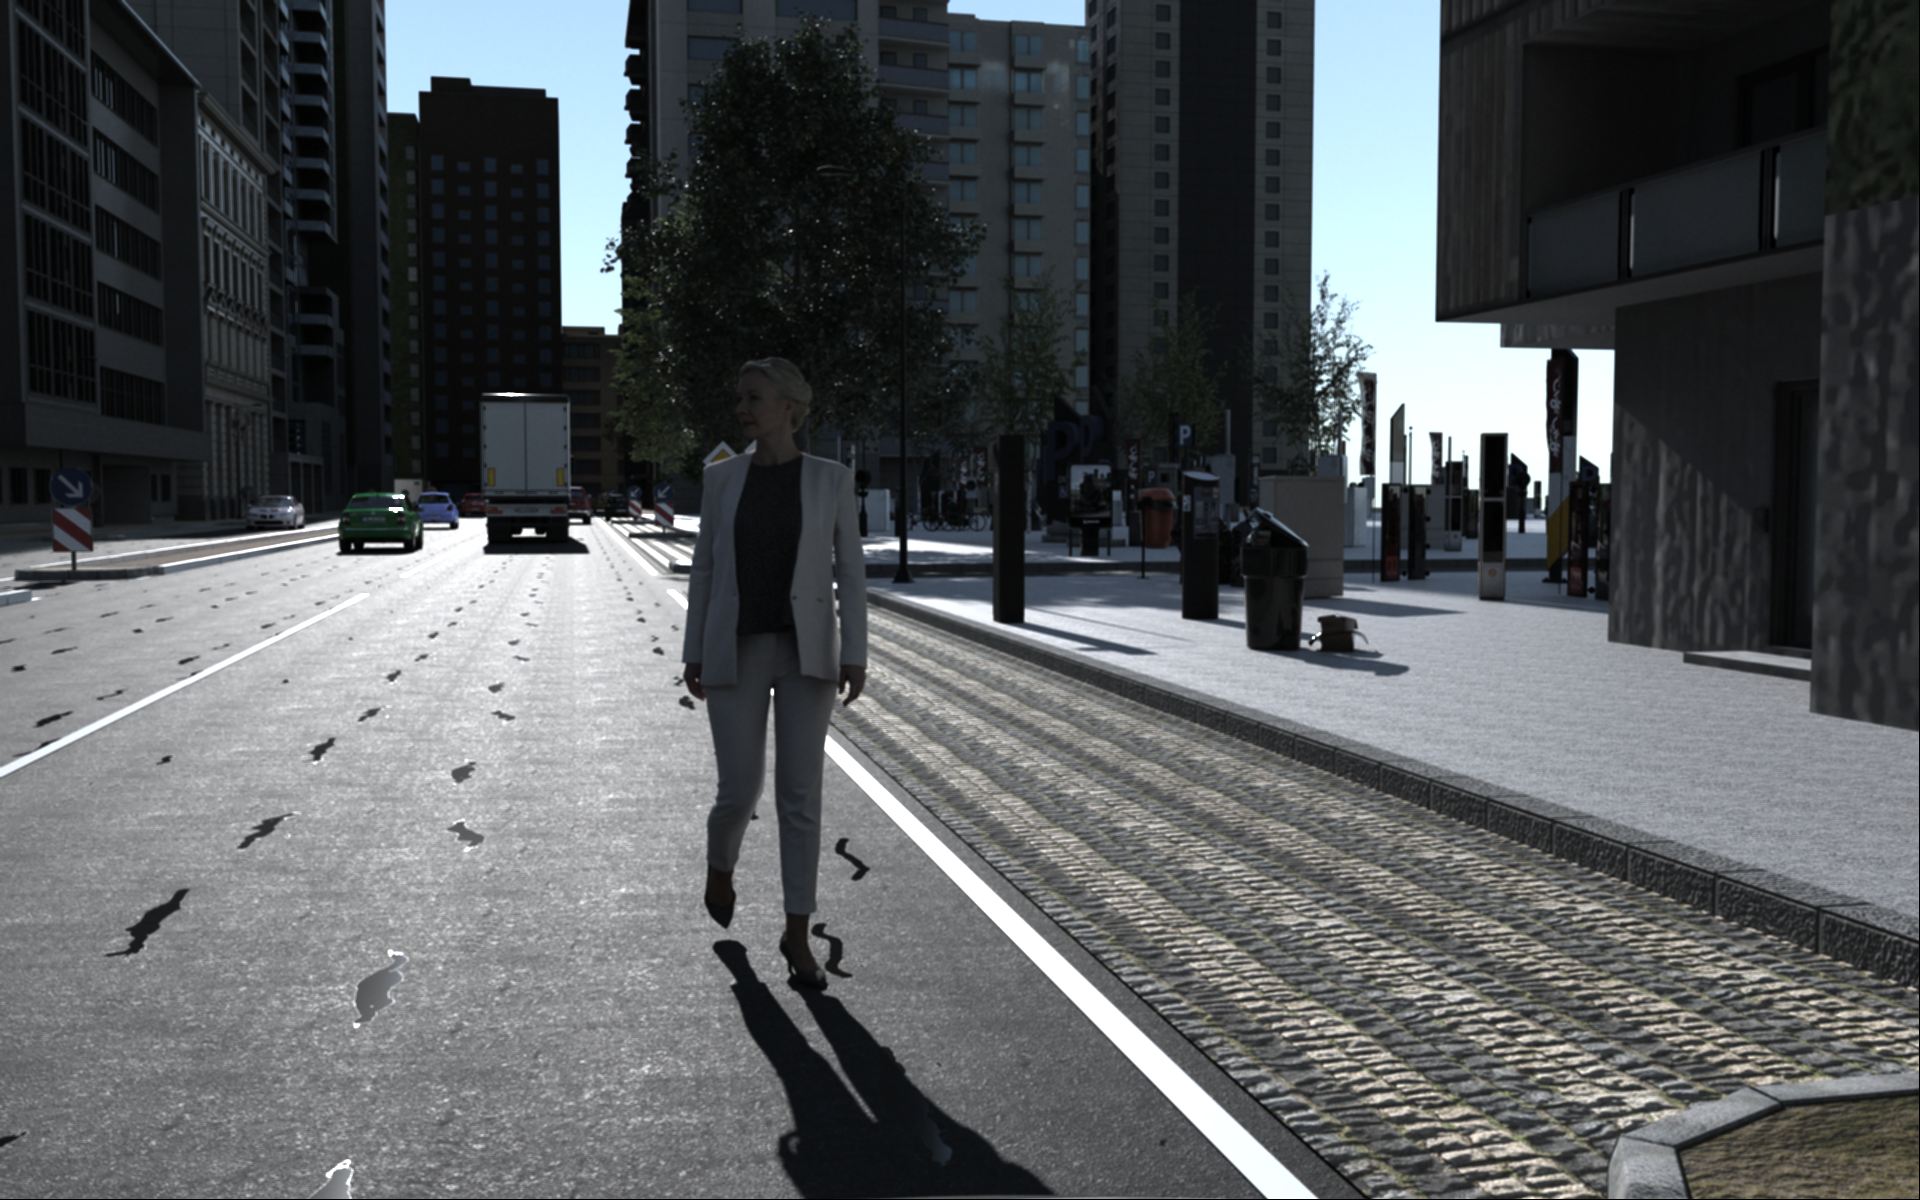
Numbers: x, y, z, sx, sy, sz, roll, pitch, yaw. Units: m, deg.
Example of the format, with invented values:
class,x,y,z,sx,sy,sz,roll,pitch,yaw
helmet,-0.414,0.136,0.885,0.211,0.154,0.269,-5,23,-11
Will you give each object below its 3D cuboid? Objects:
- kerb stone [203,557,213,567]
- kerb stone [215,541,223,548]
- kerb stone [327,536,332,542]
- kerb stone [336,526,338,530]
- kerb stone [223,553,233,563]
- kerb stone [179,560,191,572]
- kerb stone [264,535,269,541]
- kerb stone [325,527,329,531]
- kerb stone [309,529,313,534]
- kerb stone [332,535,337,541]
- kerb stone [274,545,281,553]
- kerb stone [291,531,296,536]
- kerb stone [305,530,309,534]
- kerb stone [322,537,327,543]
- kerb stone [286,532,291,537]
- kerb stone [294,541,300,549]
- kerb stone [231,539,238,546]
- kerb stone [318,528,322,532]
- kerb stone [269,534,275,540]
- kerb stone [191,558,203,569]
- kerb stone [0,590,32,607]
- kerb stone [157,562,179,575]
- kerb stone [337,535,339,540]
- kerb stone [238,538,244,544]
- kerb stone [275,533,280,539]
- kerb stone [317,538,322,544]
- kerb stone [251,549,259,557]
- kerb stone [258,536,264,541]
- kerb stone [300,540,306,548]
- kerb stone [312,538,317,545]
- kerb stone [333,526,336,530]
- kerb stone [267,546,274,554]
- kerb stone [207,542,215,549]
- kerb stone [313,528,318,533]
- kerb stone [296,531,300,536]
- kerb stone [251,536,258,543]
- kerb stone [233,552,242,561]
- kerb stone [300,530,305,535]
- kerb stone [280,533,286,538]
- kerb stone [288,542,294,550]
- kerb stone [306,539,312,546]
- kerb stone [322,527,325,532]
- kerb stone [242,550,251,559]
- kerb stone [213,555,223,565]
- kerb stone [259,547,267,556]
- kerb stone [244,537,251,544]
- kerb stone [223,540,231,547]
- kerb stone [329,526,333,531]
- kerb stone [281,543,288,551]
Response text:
class,x,y,z,sx,sy,sz,roll,pitch,yaw
kerb stone,-15.011,-0.736,34.303,0.120,0.150,1.000,-1,4,-13
kerb stone,-19.750,-1.449,45.890,0.120,0.150,1.000,-1,4,-13
kerb stone,-18.826,-1.776,51.356,0.120,0.150,1.000,-1,4,-13
kerb stone,-24.897,-2.857,68.911,0.120,0.150,1.000,-1,4,-13
kerb stone,-15.451,-0.862,36.300,0.120,0.150,1.000,-1,4,-13
kerb stone,-14.559,-0.618,32.306,0.120,0.150,1.000,-1,4,-13
kerb stone,-21.320,-1.878,52.895,0.120,0.150,1.000,-1,4,-13
kerb stone,-24.237,-2.674,65.913,0.120,0.150,1.000,-1,4,-13
kerb stone,-23.343,-2.422,61.904,0.120,0.150,1.000,-1,4,-13
kerb stone,-19.051,-1.845,52.353,0.120,0.150,1.000,-1,4,-13
kerb stone,-16.805,-1.229,42.325,0.120,0.150,1.000,-1,4,-13
kerb stone,-22.443,-2.184,57.903,0.120,0.150,1.000,-1,4,-13
kerb stone,-23.110,-2.360,60.907,0.120,0.150,1.000,-1,4,-13
kerb stone,-18.597,-1.722,50.348,0.120,0.150,1.000,-1,4,-13
kerb stone,-22.218,-2.123,56.902,0.120,0.150,1.000,-1,4,-13
kerb stone,-17.479,-1.415,45.328,0.120,0.150,1.000,-1,4,-13
kerb stone,-20.197,-1.566,47.894,0.120,0.150,1.000,-1,4,-13
kerb stone,-23.785,-2.544,63.913,0.120,0.150,1.000,-1,4,-13
kerb stone,-21.541,-1.933,53.894,0.120,0.150,1.000,-1,4,-13
kerb stone,-14.786,-0.680,33.306,0.120,0.150,1.000,-1,4,-13
kerb stone,-12.423,-0.033,22.772,0.120,0.150,1.000,-1,4,-13
kerb stone,-14.329,-0.557,31.297,0.120,0.150,1.000,-1,4,-13
kerb stone,-19.267,-1.905,53.355,0.120,0.150,1.000,-1,4,-13
kerb stone,-20.435,-1.633,48.901,0.120,0.150,1.000,-1,4,-13
kerb stone,-21.775,-2.001,54.906,0.120,0.150,1.000,-1,4,-13
kerb stone,-18.371,-1.660,49.342,0.120,0.150,1.000,-1,4,-13
kerb stone,-16.122,-1.047,39.311,0.120,0.150,1.000,-1,4,-13
kerb stone,-21.096,-1.817,51.897,0.120,0.150,1.000,-1,4,-13
kerb stone,-17.699,-1.476,46.326,0.120,0.150,1.000,-1,4,-13
kerb stone,-18.149,-1.599,48.341,0.120,0.150,1.000,-1,4,-13
kerb stone,-24.688,-2.796,67.910,0.120,0.150,1.000,-1,4,-13
kerb stone,-16.578,-1.170,41.322,0.120,0.150,1.000,-1,4,-13
kerb stone,-19.526,-1.387,44.878,0.120,0.150,1.000,-1,4,-13
kerb stone,-23.561,-2.490,62.915,0.120,0.150,1.000,-1,4,-13
kerb stone,-22.667,-2.244,58.901,0.120,0.150,1.000,-1,4,-13
kerb stone,-20.869,-1.756,50.899,0.120,0.150,1.000,-1,4,-13
kerb stone,-15.688,-0.924,37.304,0.120,0.150,1.000,-1,4,-13
kerb stone,-22.884,-2.305,59.901,0.120,0.150,1.000,-1,4,-13
kerb stone,-21.989,-2.062,55.905,0.120,0.150,1.000,-1,4,-13
kerb stone,-17.253,-1.353,44.320,0.120,0.150,1.000,-1,4,-13
kerb stone,-17.925,-1.538,47.335,0.120,0.150,1.000,-1,4,-13
kerb stone,-24.018,-2.610,64.910,0.120,0.150,1.000,-1,4,-13
kerb stone,-15.904,-0.983,38.313,0.120,0.150,1.000,-1,4,-13
kerb stone,-15.237,-0.799,35.300,0.120,0.150,1.000,-1,4,-13
kerb stone,-16.351,-1.108,40.308,0.120,0.150,1.000,-1,4,-13
kerb stone,-20.651,-1.690,49.901,0.120,0.150,1.000,-1,4,-13
kerb stone,-19.975,-1.510,46.887,0.120,0.150,1.000,-1,4,-13
kerb stone,-24.457,-2.731,66.914,0.120,0.150,1.000,-1,4,-13
kerb stone,-17.020,-1.292,43.325,0.120,0.150,1.000,-1,4,-13
